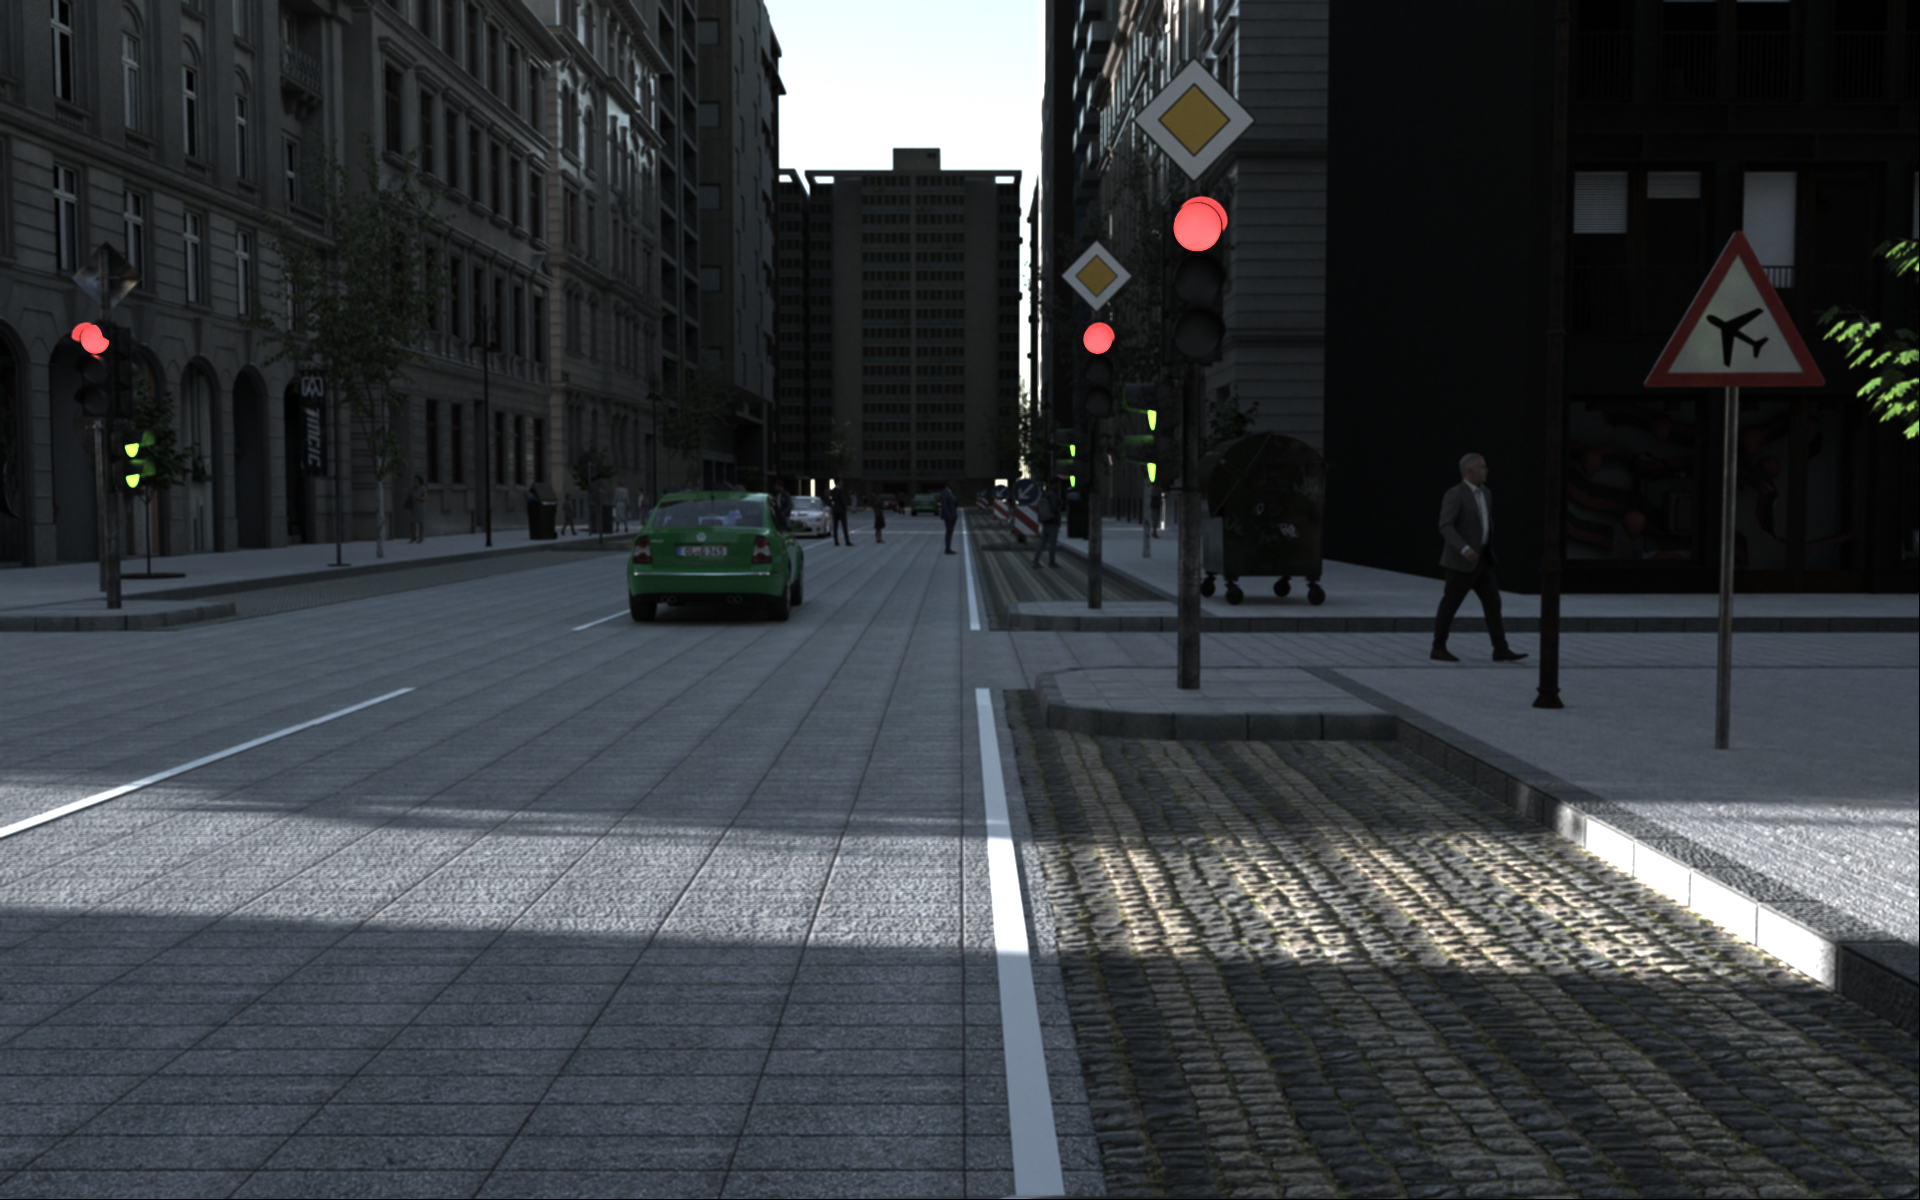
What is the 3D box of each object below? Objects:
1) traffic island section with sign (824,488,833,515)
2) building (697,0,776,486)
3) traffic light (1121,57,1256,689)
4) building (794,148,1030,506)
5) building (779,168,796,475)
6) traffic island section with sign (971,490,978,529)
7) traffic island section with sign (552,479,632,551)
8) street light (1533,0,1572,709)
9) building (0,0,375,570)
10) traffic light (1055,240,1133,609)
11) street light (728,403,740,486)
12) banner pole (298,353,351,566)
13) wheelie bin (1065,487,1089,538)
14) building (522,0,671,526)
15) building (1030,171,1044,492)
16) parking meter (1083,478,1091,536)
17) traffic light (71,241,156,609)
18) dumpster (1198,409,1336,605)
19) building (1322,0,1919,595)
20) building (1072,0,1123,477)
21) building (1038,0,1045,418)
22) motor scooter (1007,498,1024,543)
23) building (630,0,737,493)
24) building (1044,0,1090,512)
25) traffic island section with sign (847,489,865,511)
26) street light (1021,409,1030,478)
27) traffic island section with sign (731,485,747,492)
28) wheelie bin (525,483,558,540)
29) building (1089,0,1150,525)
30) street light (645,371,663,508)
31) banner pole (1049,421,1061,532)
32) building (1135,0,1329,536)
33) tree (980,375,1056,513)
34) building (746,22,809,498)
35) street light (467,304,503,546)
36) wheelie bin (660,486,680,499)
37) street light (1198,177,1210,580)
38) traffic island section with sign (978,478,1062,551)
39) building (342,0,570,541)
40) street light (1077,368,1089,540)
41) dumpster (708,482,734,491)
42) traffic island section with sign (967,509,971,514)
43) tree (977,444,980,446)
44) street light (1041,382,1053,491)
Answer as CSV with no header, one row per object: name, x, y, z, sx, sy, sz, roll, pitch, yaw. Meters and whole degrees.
traffic island section with sign,-9.163,-6.885,121.197,1.989,1.847,2.006,0,3,0
building,-28.510,-32.950,127.977,28.713,52.752,27.495,0,3,0
traffic light,1.492,-1.371,11.332,0.839,4.253,0.868,0,3,0
building,-4.957,-30.892,196.969,23.993,40.220,32.217,0,3,0
building,-28.950,-30.842,196.144,23.993,40.220,32.217,0,3,0
traffic island section with sign,1.560,-3.838,71.383,1.989,1.847,2.006,0,3,0
traffic island section with sign,-9.182,-2.166,44.041,1.989,1.847,2.006,0,3,0
street light,3.543,-2.291,10.253,0.468,5.910,1.993,0,3,0
building,-21.976,-11.740,33.752,13.314,21.916,24.055,0,3,0
traffic light,1.494,-1.859,19.317,0.839,4.253,0.868,0,3,0
street light,-11.422,-7.023,87.614,0.468,5.910,1.993,0,3,0
banner pole,-11.301,-2.491,30.747,0.863,3.779,0.401,0,4,-7
wheelie bin,3.414,-2.617,50.692,0.693,1.594,0.980,0,4,-4
building,-22.084,-17.890,79.891,14.401,28.519,23.554,0,3,0
building,19.903,-30.850,196.284,23.993,40.220,32.217,0,3,0
parking meter,3.906,-2.885,52.888,0.255,1.863,0.399,-3,5,-41
traffic light,-9.468,-1.858,19.303,0.839,4.253,0.868,0,3,0
dumpster,3.579,-1.114,20.708,1.502,2.255,1.985,0,3,0
building,15.087,-12.100,27.513,15.834,23.373,12.332,0,3,0
building,18.822,-30.000,110.114,23.786,49.044,30.456,0,3,0
building,20.956,-34.488,153.116,28.713,52.752,27.495,0,3,0
motor scooter,1.792,-2.336,50.975,0.815,1.314,1.986,0,4,1
building,-24.418,-40.682,103.406,20.563,71.187,20.611,0,3,0
building,13.680,-29.505,132.514,14.600,45.320,14.200,0,3,0
traffic island section with sign,-9.144,-8.534,148.152,1.989,1.847,2.006,0,3,0
street light,3.547,-7.420,94.112,0.468,5.910,1.993,0,3,0
traffic island section with sign,-9.171,-3.869,71.880,1.989,1.847,2.006,0,3,0
wheelie bin,-11.804,-2.499,48.764,0.693,1.594,0.980,3,4,38
building,13.213,-17.410,81.922,12.463,27.353,25.104,0,3,0
street light,-11.460,-5.642,65.032,0.468,5.910,1.993,0,3,0
banner pole,3.194,-4.235,59.256,0.401,3.779,0.863,-1,4,-16
building,13.615,-16.527,57.602,14.401,28.519,23.554,0,3,0
tree,4.304,-9.517,105.968,4.737,8.622,4.395,0,3,0
building,-29.095,-30.699,156.550,28.867,44.769,22.147,0,3,0
street light,-11.554,-4.251,42.292,0.468,5.910,1.993,0,3,0
wheelie bin,-11.760,-3.822,70.393,0.980,1.594,0.693,-3,5,-41
street light,3.523,-3.234,25.667,0.468,5.910,1.993,0,3,0
traffic island section with sign,1.540,-2.165,44.030,1.989,1.847,2.006,0,3,0
building,-20.742,-13.464,56.293,11.583,22.565,21.152,0,3,0
street light,3.527,-4.615,48.249,0.468,5.910,1.993,0,3,0
dumpster,-11.600,-4.803,84.286,1.264,1.857,1.865,0,4,0
traffic island section with sign,1.564,-6.950,122.265,1.989,1.847,2.006,0,3,0
tree,3.517,-10.254,118.023,4.737,8.622,4.395,0,3,0
street light,3.557,-6.039,71.522,0.468,5.910,1.993,0,3,0
